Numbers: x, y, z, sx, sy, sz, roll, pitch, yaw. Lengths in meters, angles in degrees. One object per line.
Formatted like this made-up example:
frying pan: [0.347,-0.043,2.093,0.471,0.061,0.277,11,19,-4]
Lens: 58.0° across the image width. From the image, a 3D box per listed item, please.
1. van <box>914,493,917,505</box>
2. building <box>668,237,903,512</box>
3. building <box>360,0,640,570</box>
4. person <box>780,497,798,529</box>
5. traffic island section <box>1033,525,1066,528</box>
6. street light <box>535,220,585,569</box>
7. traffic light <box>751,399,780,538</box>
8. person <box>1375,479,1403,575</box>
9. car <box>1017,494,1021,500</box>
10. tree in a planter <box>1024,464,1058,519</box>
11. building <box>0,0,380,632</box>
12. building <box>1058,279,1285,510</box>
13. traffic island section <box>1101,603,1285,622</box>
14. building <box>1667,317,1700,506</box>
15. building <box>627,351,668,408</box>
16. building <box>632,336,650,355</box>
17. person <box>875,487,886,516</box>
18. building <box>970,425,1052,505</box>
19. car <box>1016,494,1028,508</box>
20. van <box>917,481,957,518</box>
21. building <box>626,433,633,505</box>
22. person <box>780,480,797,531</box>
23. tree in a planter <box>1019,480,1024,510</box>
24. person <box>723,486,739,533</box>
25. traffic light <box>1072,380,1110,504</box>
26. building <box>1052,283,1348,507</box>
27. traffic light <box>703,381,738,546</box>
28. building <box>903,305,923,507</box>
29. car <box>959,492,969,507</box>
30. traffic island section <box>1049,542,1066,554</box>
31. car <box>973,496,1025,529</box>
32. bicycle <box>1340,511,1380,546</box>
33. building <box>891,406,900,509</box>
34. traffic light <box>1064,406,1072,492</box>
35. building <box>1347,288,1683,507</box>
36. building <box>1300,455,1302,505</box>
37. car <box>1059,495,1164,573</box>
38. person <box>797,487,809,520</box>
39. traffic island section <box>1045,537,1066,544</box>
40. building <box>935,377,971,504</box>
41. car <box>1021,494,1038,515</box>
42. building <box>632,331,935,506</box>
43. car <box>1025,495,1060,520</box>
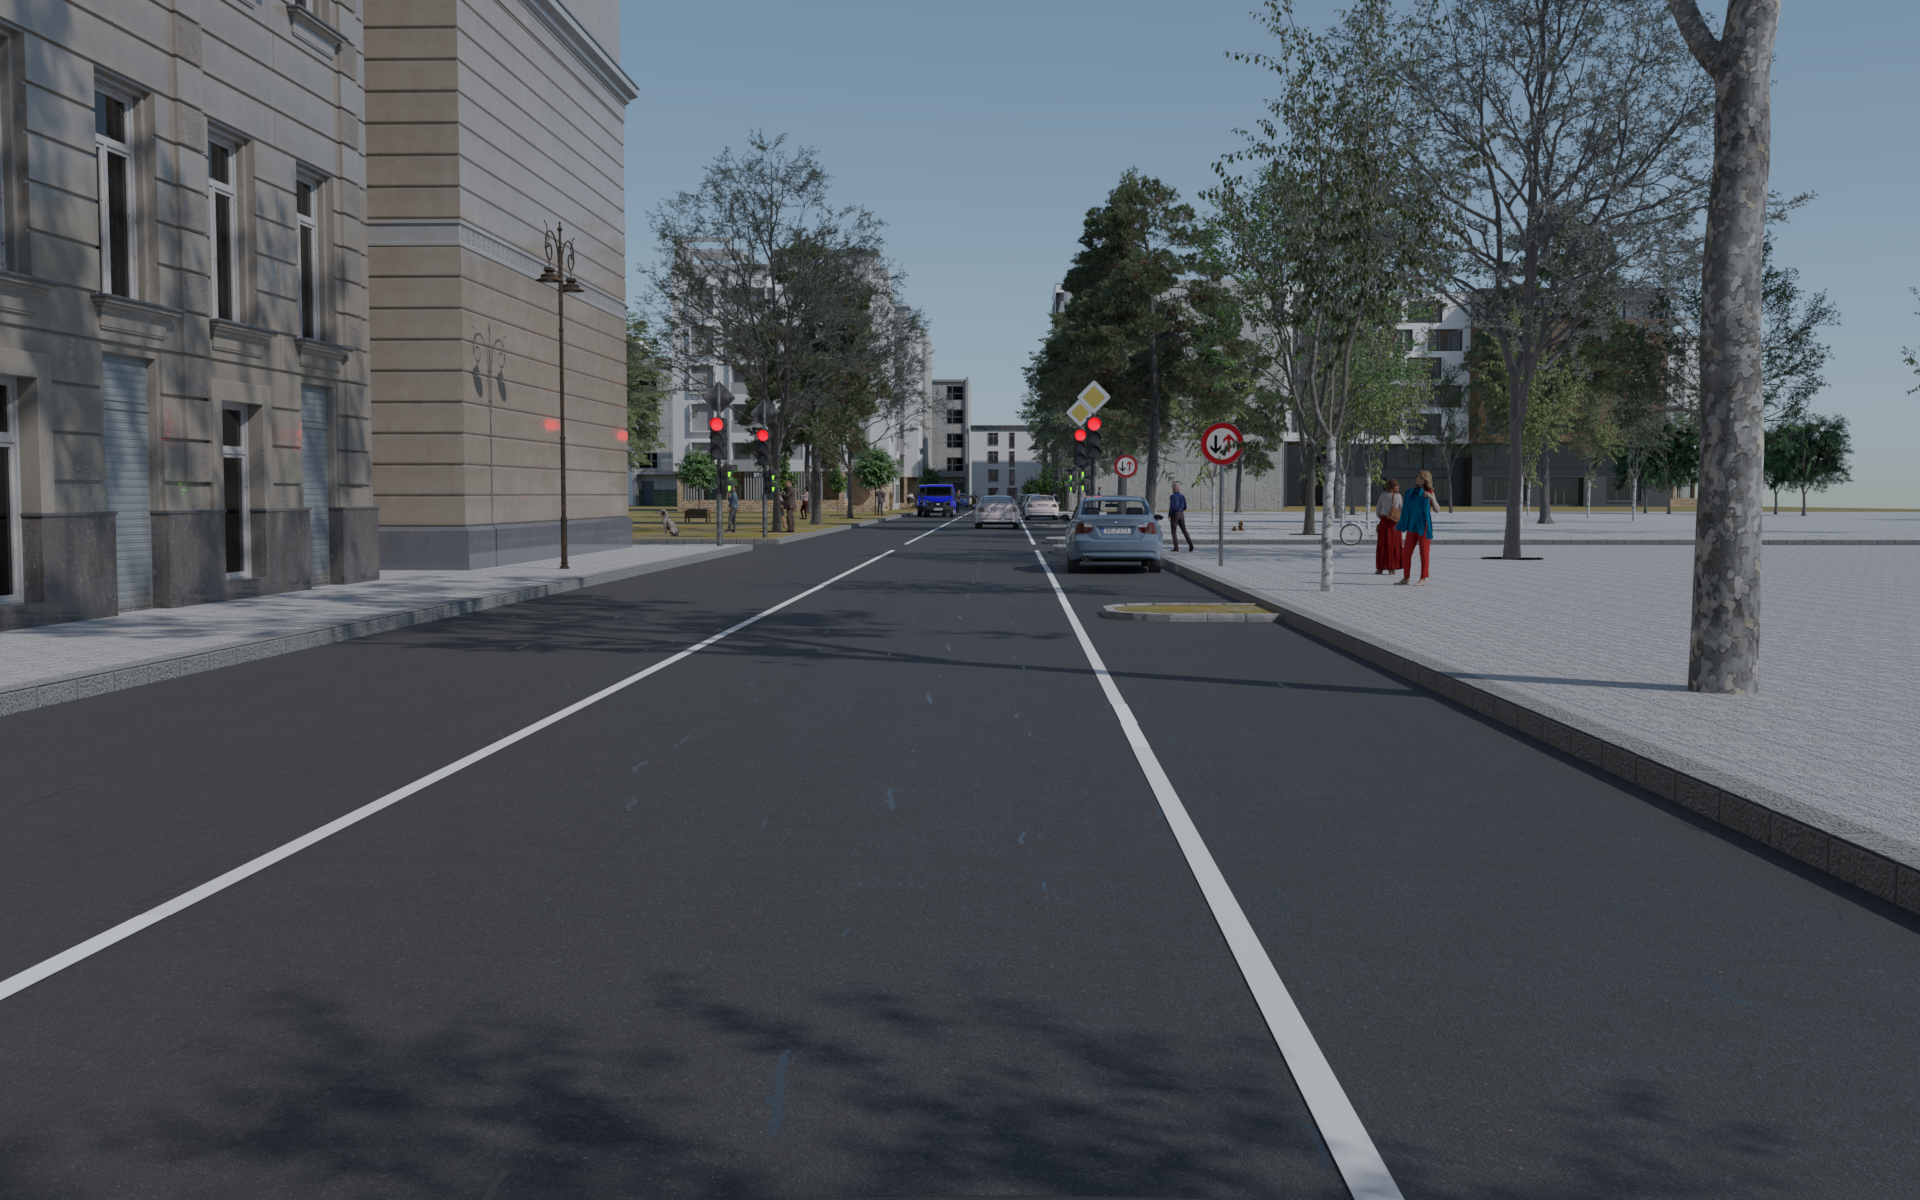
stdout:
van: [-1.812,-6.625,112.708,2.240,2.365,5.245,0,3,0]
building: [-12.927,-16.858,132.044,16.016,20.091,11.380,0,4,2]
building: [-17.782,-15.233,34.964,20.117,28.700,13.634,0,4,2]
person: [-6.405,-3.313,63.397,0.799,1.438,0.628,-2,4,-27]
traffic island section: [4.178,-3.197,75.140,1.991,0.108,1.994,0,4,2]
street light: [-6.784,-3.470,29.526,0.468,5.910,1.993,0,4,2]
traffic light: [-5.694,-3.753,50.605,0.839,4.213,0.868,0,4,2]
person: [6.834,-1.167,27.589,0.387,1.526,0.523,-3,5,-43]
car: [7.391,-11.437,197.215,2.015,1.641,3.980,0,4,3]
tree in a planter: [4.907,-6.407,101.978,1.991,3.239,1.994,0,4,2]
building: [-14.622,-13.199,13.067,12.463,27.353,25.104,0,4,2]
building: [17.429,-17.426,151.370,16.747,18.905,31.486,0,4,2]
traffic island section: [2.680,0.150,20.414,1.991,0.108,1.994,0,4,2]
building: [77.580,-20.473,191.148,11.380,20.091,16.016,0,4,2]
building: [-36.508,-22.206,219.487,11.380,20.091,16.016,0,4,2]
building: [-58.357,-23.352,225.780,32.646,21.610,27.936,0,4,2]
person: [-4.719,-5.898,103.303,0.655,1.722,0.431,2,4,30]
building: [15.397,-16.685,214.952,28.070,9.664,9.099,0,4,2]
car: [6.729,-10.029,175.773,2.131,1.459,4.920,0,4,1]
van: [-1.262,-6.273,106.953,2.240,2.365,5.245,0,4,1]
building: [-48.895,-15.689,198.654,28.070,9.664,9.099,0,4,2]
person: [-5.792,-3.149,58.217,0.600,1.739,0.565,-2,4,-30]
tree in a planter: [6.275,-9.477,152.171,1.991,3.239,1.994,0,4,2]
person: [-7.570,-3.013,57.519,0.429,1.552,0.499,1,4,21]
traffic light: [3.246,-3.250,42.390,0.839,4.213,0.868,0,4,2]
building: [23.625,-20.795,183.978,27.936,21.610,32.646,0,4,2]
traffic light: [-5.912,-3.265,42.623,0.839,4.213,0.868,0,4,2]
building: [-11.683,-19.281,171.669,16.016,20.091,11.380,0,4,2]
car: [-0.005,-10.939,188.451,1.945,1.707,3.694,0,4,3]
traffic island section: [3.286,-1.237,42.502,2.009,0.180,2.903,0,4,2]
car: [1.568,-3.678,72.505,2.083,1.381,4.827,0,4,2]
bicycle: [10.216,-1.822,43.018,1.543,0.972,0.635,0,4,3]
building: [-9.713,-12.833,151.972,9.099,9.664,28.070,0,4,2]
traffic light: [3.464,-3.739,50.372,0.839,4.213,0.868,0,4,2]
building: [55.411,-20.899,185.665,32.646,21.610,27.936,0,4,2]
building: [47.101,-22.063,217.152,11.380,20.091,16.016,0,4,2]
car: [2.891,-1.280,32.939,2.014,1.417,4.499,0,4,3]
person: [-7.913,-4.877,87.241,0.566,1.644,0.517,1,4,22]
traffic island section: [3.504,-1.725,50.484,2.009,0.180,2.903,0,4,2]
building: [-14.521,-21.600,219.617,31.486,18.905,16.747,0,4,2]
car: [5.188,-6.703,119.378,2.009,1.686,4.222,0,4,1]
building: [-19.223,-20.017,193.731,31.486,18.905,16.747,0,4,2]
car: [4.511,-5.108,95.870,2.083,1.381,4.827,0,4,2]
